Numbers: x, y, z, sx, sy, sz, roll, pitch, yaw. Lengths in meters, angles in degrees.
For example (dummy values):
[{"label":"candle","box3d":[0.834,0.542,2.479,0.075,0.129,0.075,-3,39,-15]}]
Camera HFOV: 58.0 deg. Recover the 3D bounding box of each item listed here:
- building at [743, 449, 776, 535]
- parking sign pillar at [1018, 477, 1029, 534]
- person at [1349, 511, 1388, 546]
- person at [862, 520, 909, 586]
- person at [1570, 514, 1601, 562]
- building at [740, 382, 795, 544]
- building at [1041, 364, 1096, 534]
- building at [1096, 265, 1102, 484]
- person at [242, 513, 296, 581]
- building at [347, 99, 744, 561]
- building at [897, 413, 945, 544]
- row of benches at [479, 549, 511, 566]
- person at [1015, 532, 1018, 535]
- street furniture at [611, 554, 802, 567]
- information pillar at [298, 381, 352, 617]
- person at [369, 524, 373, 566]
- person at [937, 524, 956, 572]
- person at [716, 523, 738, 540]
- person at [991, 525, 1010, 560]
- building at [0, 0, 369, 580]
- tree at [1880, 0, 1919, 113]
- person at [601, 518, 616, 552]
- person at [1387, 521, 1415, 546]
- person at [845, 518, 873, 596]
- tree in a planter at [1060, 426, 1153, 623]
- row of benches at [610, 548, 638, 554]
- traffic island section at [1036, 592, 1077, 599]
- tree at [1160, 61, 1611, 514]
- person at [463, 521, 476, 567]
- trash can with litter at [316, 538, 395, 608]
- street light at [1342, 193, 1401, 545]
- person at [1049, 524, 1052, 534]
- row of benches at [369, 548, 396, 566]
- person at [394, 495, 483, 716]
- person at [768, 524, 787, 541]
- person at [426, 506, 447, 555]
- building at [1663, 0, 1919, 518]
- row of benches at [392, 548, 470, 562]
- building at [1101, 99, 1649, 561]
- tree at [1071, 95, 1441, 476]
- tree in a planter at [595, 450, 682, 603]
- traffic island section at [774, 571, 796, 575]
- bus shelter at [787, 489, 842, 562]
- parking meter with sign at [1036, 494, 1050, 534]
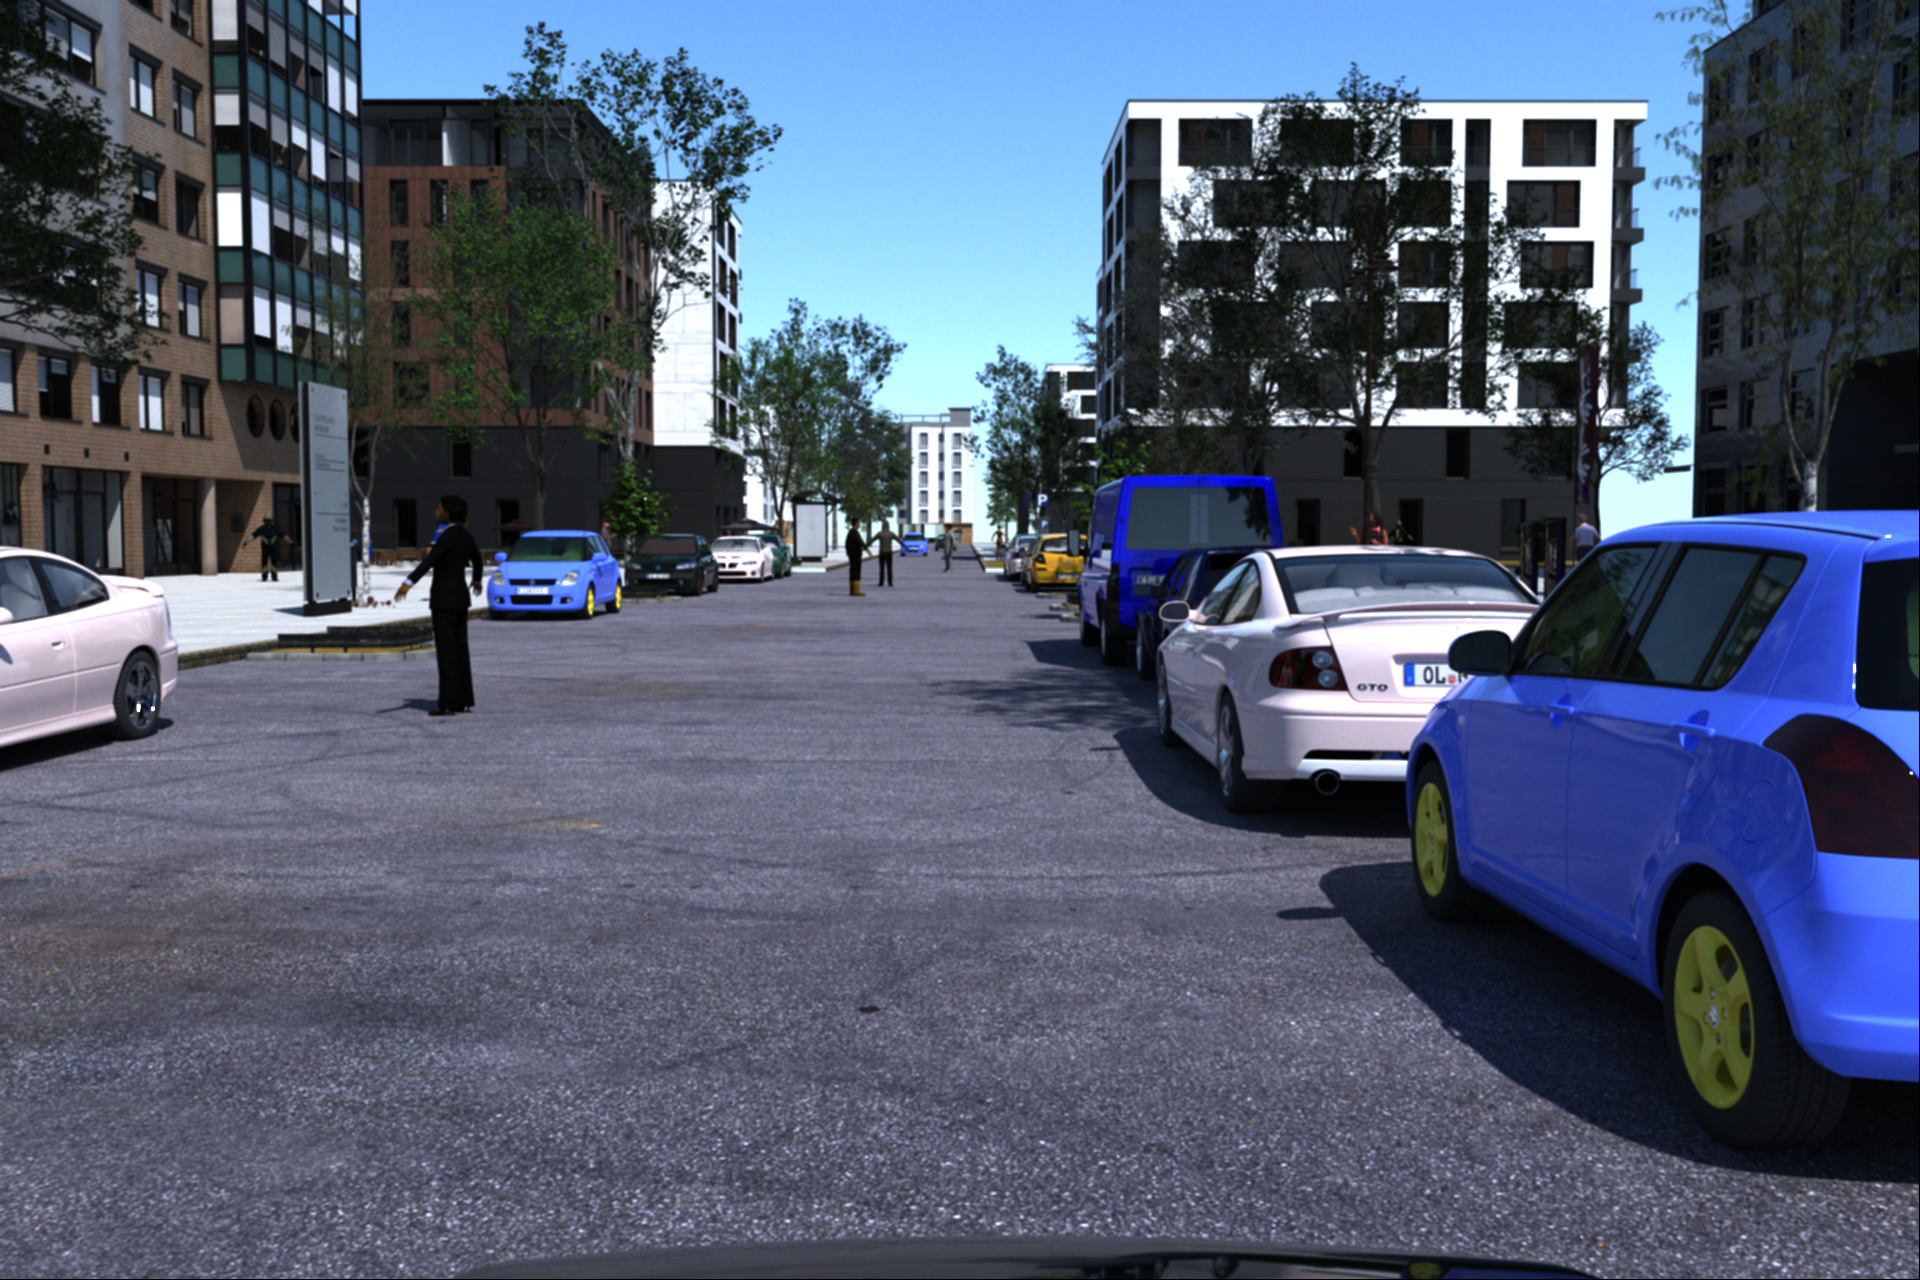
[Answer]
[{"label":"building","box3d":[-24.147,-14.843,184.836,9.099,9.664,28.070,0,4,-1]},{"label":"parking sign pillar","box3d":[3.026,-5.769,82.788,1.447,3.967,1.447,0,4,-2]},{"label":"person","box3d":[6.472,-1.218,27.430,0.593,1.643,0.415,-1,4,-17]},{"label":"person","box3d":[-2.041,-2.378,47.467,1.348,1.813,0.705,-1,4,-9]},{"label":"person","box3d":[13.483,-1.865,37.481,0.756,1.711,0.436,0,4,-7]},{"label":"building","box3d":[-26.970,-22.019,216.436,16.016,20.090,11.380,0,4,1]},{"label":"building","box3d":[24.343,-23.273,224.494,27.936,21.610,32.646,0,4,0]},{"label":"building","box3d":[24.665,-18.048,139.064,27.936,21.610,32.646,0,3,0]},{"label":"person","box3d":[-18.720,-2.511,46.925,1.351,1.845,0.704,-2,4,-27]},{"label":"building","box3d":[-28.269,-15.538,98.021,27.936,21.610,32.646,0,3,0]},{"label":"building","box3d":[-9.254,-24.700,262.715,11.380,20.090,16.016,0,4,6]},{"label":"row of benches","box3d":[-19.056,-3.391,70.909,1.422,0.672,4.104,-2,4,-28]},{"label":"person","box3d":[3.652,-5.806,100.701,1.354,1.858,0.705,-2,4,-30]},{"label":"street furniture","box3d":[-11.527,-3.247,68.711,10.072,0.657,5.734,2,4,30]},{"label":"information pillar","box3d":[-10.078,-2.215,27.528,0.184,3.620,1.656,0,4,0]},{"label":"person","box3d":[-23.551,-3.835,68.830,0.704,1.817,1.347,-2,4,-23]},{"label":"person","box3d":[-0.464,-3.461,65.238,0.705,1.806,1.347,-2,4,-30]},{"label":"person","box3d":[-11.593,-4.926,86.691,1.345,1.843,0.704,-1,4,-19]},{"label":"person","box3d":[1.994,-4.803,85.336,1.217,1.733,0.721,3,5,43]},{"label":"building","box3d":[-32.706,-14.459,42.971,21.656,26.213,47.522,0,4,1]},{"label":"tree","box3d":[8.497,-6.184,7.764,9.857,13.997,8.962,0,3,0]},{"label":"person","box3d":[-10.478,-2.777,51.970,0.750,1.759,0.617,1,4,17]},{"label":"person","box3d":[18.810,-4.187,74.231,1.354,1.856,0.705,2,4,31]},{"label":"person","box3d":[-2.397,-1.930,40.147,0.704,1.812,1.346,-2,4,-27]},{"label":"tree in a planter","box3d":[2.664,-1.919,28.595,1.991,3.239,1.994,0,4,1]},{"label":"row of benches","box3d":[-15.684,-3.799,77.572,1.422,0.672,4.104,2,4,29]},{"label":"traffic island section","box3d":[2.729,-0.994,39.120,1.991,0.108,1.994,0,4,0]},{"label":"tree","box3d":[8.175,-6.068,33.623,8.767,10.594,7.601,0,4,5]},{"label":"person","box3d":[-19.041,-3.711,66.895,0.704,1.802,1.346,0,4,7]},{"label":"trash can with litter","box3d":[-10.741,-1.227,31.114,1.678,1.210,2.233,0,4,-1]},{"label":"street light","box3d":[5.646,-3.129,23.940,0.468,5.910,1.993,0,4,0]},{"label":"person","box3d":[4.723,-5.208,91.344,0.705,1.806,1.347,1,4,16]},{"label":"row of benches","box3d":[-24.069,-3.463,72.076,1.422,0.672,4.104,-2,4,-26]},{"label":"person","box3d":[-4.115,-0.281,13.779,0.721,1.740,1.216,1,4,14]},{"label":"person","box3d":[-9.648,-5.128,90.120,1.348,1.796,0.705,0,4,4]},{"label":"person","box3d":[-9.896,-1.656,33.056,0.704,1.831,1.345,0,4,-3]},{"label":"building","box3d":[28.707,-13.843,44.743,11.959,24.771,22.079,0,4,0]},{"label":"row of benches","box3d":[-24.458,-3.944,79.947,1.422,0.672,4.104,2,4,33]},{"label":"building","box3d":[21.737,-15.548,98.192,27.936,21.610,32.646,0,4,0]},{"label":"tree","box3d":[8.301,-8.511,49.523,12.009,13.543,11.850,0,3,0]},{"label":"tree in a planter","box3d":[-6.986,-2.418,36.763,1.991,3.239,1.994,0,4,1]},{"label":"traffic island section","box3d":[-6.873,-2.382,61.806,1.991,0.108,1.994,0,4,0]},{"label":"bus shelter","box3d":[-6.792,-5.351,81.413,2.014,3.302,5.546,0,4,1]},{"label":"parking meter with sign","box3d":[3.565,-4.750,73.926,0.543,3.016,1.738,0,4,-1]}]
